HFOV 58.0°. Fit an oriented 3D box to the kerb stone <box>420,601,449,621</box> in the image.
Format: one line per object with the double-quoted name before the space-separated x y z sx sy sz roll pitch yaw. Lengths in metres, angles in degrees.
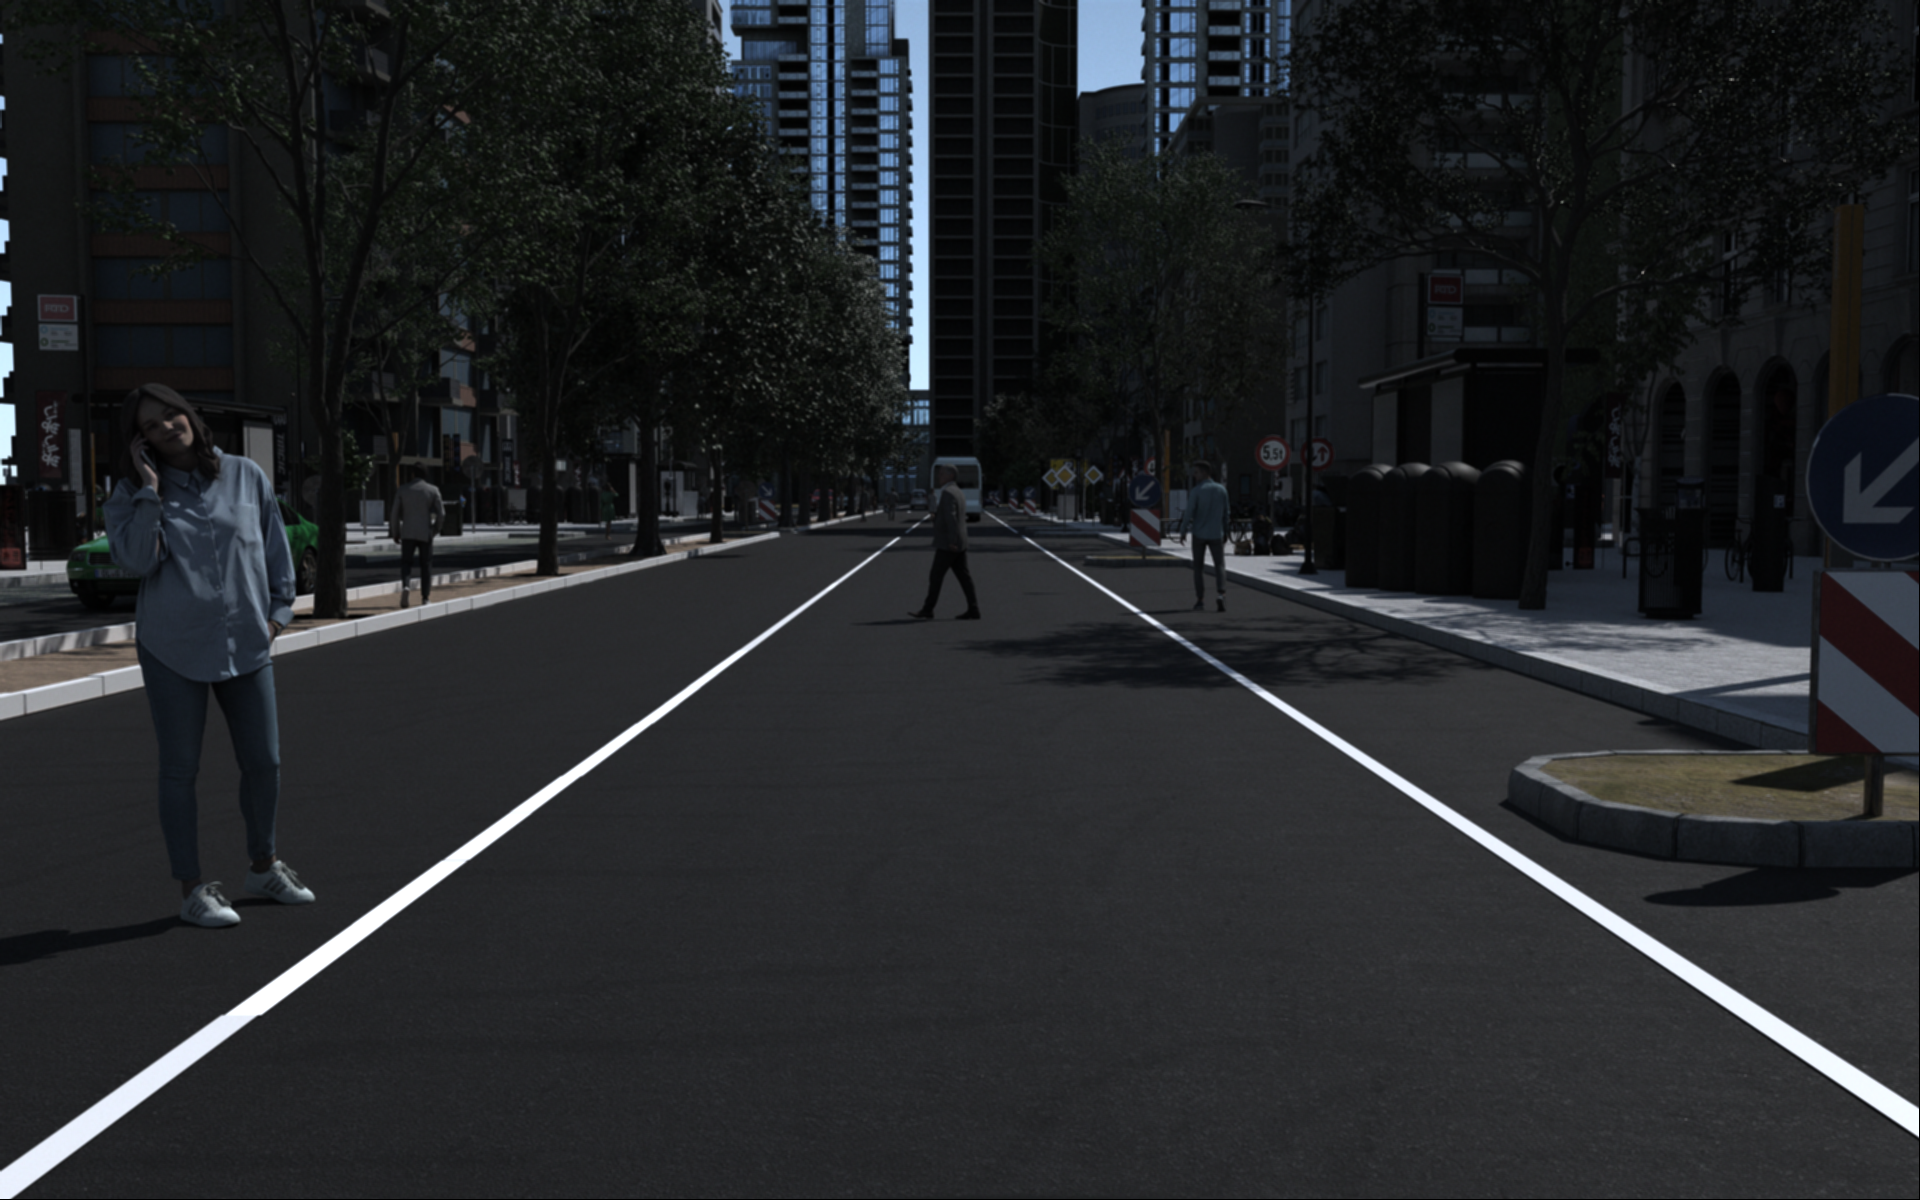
"kerb stone" -6.118 0.139 19.923 0.120 0.150 1.000 0 3 0

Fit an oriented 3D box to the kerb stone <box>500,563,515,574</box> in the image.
"kerb stone" -8.228 -0.540 31.137 0.120 0.150 1.000 0 3 0

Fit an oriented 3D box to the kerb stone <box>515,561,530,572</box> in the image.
"kerb stone" -8.225 -0.609 32.159 0.120 0.150 1.000 0 3 0

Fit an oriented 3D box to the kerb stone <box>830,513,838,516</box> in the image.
"kerb stone" -8.290 -5.598 113.715 0.120 0.150 1.000 0 3 0

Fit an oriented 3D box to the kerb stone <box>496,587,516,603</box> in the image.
"kerb stone" -6.118 -0.049 23.007 0.120 0.150 1.000 0 3 0

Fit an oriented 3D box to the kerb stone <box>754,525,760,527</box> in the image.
"kerb stone" -8.251 -2.902 69.648 0.120 0.150 1.000 0 3 0

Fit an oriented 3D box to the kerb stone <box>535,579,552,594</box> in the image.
"kerb stone" -6.118 -0.173 25.054 0.120 0.150 1.000 0 3 0

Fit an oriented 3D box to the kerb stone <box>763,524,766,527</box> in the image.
"kerb stone" -8.262 -3.025 71.701 0.120 0.150 1.000 0 3 0

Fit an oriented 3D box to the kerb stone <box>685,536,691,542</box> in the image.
"kerb stone" -8.245 -1.796 51.639 0.120 0.150 1.000 0 3 0

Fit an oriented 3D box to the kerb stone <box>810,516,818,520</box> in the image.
"kerb stone" -8.279 -4.657 98.343 0.120 0.150 1.000 0 3 0

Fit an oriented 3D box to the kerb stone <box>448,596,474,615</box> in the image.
"kerb stone" -6.114 0.076 20.949 0.120 0.150 1.000 0 3 0

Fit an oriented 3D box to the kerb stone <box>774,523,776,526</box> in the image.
"kerb stone" -8.266 -3.278 75.796 0.120 0.150 1.000 0 3 0

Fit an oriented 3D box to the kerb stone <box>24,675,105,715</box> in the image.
"kerb stone" -6.110 0.651 11.722 0.120 0.150 1.000 0 3 0

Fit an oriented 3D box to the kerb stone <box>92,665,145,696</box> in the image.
"kerb stone" -6.111 0.578 12.743 0.120 0.150 1.000 0 3 0

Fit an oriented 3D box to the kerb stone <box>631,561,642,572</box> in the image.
"kerb stone" -6.125 -0.613 32.223 0.120 0.150 1.000 0 3 0

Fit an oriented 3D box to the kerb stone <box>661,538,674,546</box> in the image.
"kerb stone" -8.240 -1.613 48.563 0.120 0.150 1.000 0 3 0

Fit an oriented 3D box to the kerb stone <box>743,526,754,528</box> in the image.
"kerb stone" -8.253 -2.777 67.598 0.120 0.150 1.000 0 3 0

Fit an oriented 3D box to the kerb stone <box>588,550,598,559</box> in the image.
"kerb stone" -8.233 -0.983 38.324 0.120 0.150 1.000 0 3 0

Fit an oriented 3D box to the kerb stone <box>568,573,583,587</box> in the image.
"kerb stone" -6.115 -0.300 27.097 0.120 0.150 1.000 0 3 0

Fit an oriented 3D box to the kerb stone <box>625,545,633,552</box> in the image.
"kerb stone" -8.235 -1.237 42.413 0.120 0.150 1.000 0 3 0

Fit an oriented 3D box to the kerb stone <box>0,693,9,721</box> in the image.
"kerb stone" -6.106 0.704 10.684 0.120 0.150 1.000 0 3 0

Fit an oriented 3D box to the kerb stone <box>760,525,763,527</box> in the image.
"kerb stone" -8.261 -2.965 70.670 0.120 0.150 1.000 0 3 0

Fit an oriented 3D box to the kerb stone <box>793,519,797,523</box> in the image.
"kerb stone" -8.272 -4.031 88.100 0.120 0.150 1.000 0 3 0

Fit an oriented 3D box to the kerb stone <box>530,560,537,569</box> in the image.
"kerb stone" -8.232 -0.673 33.193 0.120 0.150 1.000 0 3 0

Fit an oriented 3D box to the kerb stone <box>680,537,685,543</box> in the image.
"kerb stone" -8.246 -1.738 50.613 0.120 0.150 1.000 0 3 0

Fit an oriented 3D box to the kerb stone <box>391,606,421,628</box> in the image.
"kerb stone" -6.122 0.206 18.902 0.120 0.150 1.000 0 3 0

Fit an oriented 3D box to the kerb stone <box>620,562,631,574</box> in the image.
"kerb stone" -6.122 -0.546 31.201 0.120 0.150 1.000 0 3 0

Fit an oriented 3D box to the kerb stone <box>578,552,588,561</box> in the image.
"kerb stone" -8.226 -0.924 37.302 0.120 0.150 1.000 0 3 0

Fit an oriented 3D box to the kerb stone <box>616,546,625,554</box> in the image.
"kerb stone" -8.235 -1.170 41.391 0.120 0.150 1.000 0 3 0

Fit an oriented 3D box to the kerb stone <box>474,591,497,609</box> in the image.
"kerb stone" -6.109 0.019 21.984 0.120 0.150 1.000 0 3 0

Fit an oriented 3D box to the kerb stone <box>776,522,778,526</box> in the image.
"kerb stone" -8.256 -3.341 76.818 0.120 0.150 1.000 0 3 0

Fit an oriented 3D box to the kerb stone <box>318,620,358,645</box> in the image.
"kerb stone" -6.113 0.327 16.848 0.120 0.150 1.000 0 3 0

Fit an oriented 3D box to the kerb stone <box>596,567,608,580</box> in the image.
"kerb stone" -6.127 -0.422 29.153 0.120 0.150 1.000 0 3 0

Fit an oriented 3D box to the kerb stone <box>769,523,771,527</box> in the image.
"kerb stone" -8.263 -3.153 73.745 0.120 0.150 1.000 0 3 0

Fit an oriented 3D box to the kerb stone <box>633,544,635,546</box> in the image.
"kerb stone" -8.230 -1.299 43.436 0.120 0.150 1.000 0 3 0

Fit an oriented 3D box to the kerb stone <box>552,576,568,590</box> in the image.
"kerb stone" -6.120 -0.237 26.076 0.120 0.150 1.000 0 3 0

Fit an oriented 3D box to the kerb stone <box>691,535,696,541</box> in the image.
"kerb stone" -8.245 -1.864 52.674 0.120 0.150 1.000 0 3 0

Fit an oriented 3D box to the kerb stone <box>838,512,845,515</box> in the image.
"kerb stone" -8.304 -6.036 120.883 0.120 0.150 1.000 0 3 0

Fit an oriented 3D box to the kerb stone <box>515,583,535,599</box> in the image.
"kerb stone" -6.116 -0.112 24.029 0.120 0.150 1.000 0 3 0

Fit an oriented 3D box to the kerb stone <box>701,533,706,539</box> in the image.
"kerb stone" -8.251 -1.986 54.728 0.120 0.150 1.000 0 3 0

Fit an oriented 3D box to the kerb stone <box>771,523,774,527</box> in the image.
"kerb stone" -8.254 -3.215 74.774 0.120 0.150 1.000 0 3 0

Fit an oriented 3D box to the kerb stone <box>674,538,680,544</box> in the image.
"kerb stone" -8.242 -1.675 49.591 0.120 0.150 1.000 0 3 0

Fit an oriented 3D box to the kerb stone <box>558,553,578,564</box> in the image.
"kerb stone" -8.230 -0.854 36.276 0.120 0.150 1.000 0 3 0

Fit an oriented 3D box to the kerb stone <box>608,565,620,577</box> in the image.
"kerb stone" -6.125 -0.486 30.179 0.120 0.150 1.000 0 3 0

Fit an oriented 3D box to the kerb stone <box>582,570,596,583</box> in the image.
"kerb stone" -6.119 -0.363 28.131 0.120 0.150 1.000 0 3 0

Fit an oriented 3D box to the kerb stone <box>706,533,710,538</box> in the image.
"kerb stone" -8.252 -2.053 55.763 0.120 0.150 1.000 0 3 0

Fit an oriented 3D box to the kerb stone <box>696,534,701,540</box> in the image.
"kerb stone" -8.244 -1.927 53.698 0.120 0.150 1.000 0 3 0

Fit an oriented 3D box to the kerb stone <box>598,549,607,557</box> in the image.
"kerb stone" -8.235 -1.049 39.346 0.120 0.150 1.000 0 3 0

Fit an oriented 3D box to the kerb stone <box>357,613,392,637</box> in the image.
"kerb stone" -6.110 0.264 17.871 0.120 0.150 1.000 0 3 0

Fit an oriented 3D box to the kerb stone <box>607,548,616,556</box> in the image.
"kerb stone" -8.235 -1.112 40.369 0.120 0.150 1.000 0 3 0

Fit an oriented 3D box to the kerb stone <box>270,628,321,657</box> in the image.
"kerb stone" -6.110 0.396 15.821 0.120 0.150 1.000 0 3 0
